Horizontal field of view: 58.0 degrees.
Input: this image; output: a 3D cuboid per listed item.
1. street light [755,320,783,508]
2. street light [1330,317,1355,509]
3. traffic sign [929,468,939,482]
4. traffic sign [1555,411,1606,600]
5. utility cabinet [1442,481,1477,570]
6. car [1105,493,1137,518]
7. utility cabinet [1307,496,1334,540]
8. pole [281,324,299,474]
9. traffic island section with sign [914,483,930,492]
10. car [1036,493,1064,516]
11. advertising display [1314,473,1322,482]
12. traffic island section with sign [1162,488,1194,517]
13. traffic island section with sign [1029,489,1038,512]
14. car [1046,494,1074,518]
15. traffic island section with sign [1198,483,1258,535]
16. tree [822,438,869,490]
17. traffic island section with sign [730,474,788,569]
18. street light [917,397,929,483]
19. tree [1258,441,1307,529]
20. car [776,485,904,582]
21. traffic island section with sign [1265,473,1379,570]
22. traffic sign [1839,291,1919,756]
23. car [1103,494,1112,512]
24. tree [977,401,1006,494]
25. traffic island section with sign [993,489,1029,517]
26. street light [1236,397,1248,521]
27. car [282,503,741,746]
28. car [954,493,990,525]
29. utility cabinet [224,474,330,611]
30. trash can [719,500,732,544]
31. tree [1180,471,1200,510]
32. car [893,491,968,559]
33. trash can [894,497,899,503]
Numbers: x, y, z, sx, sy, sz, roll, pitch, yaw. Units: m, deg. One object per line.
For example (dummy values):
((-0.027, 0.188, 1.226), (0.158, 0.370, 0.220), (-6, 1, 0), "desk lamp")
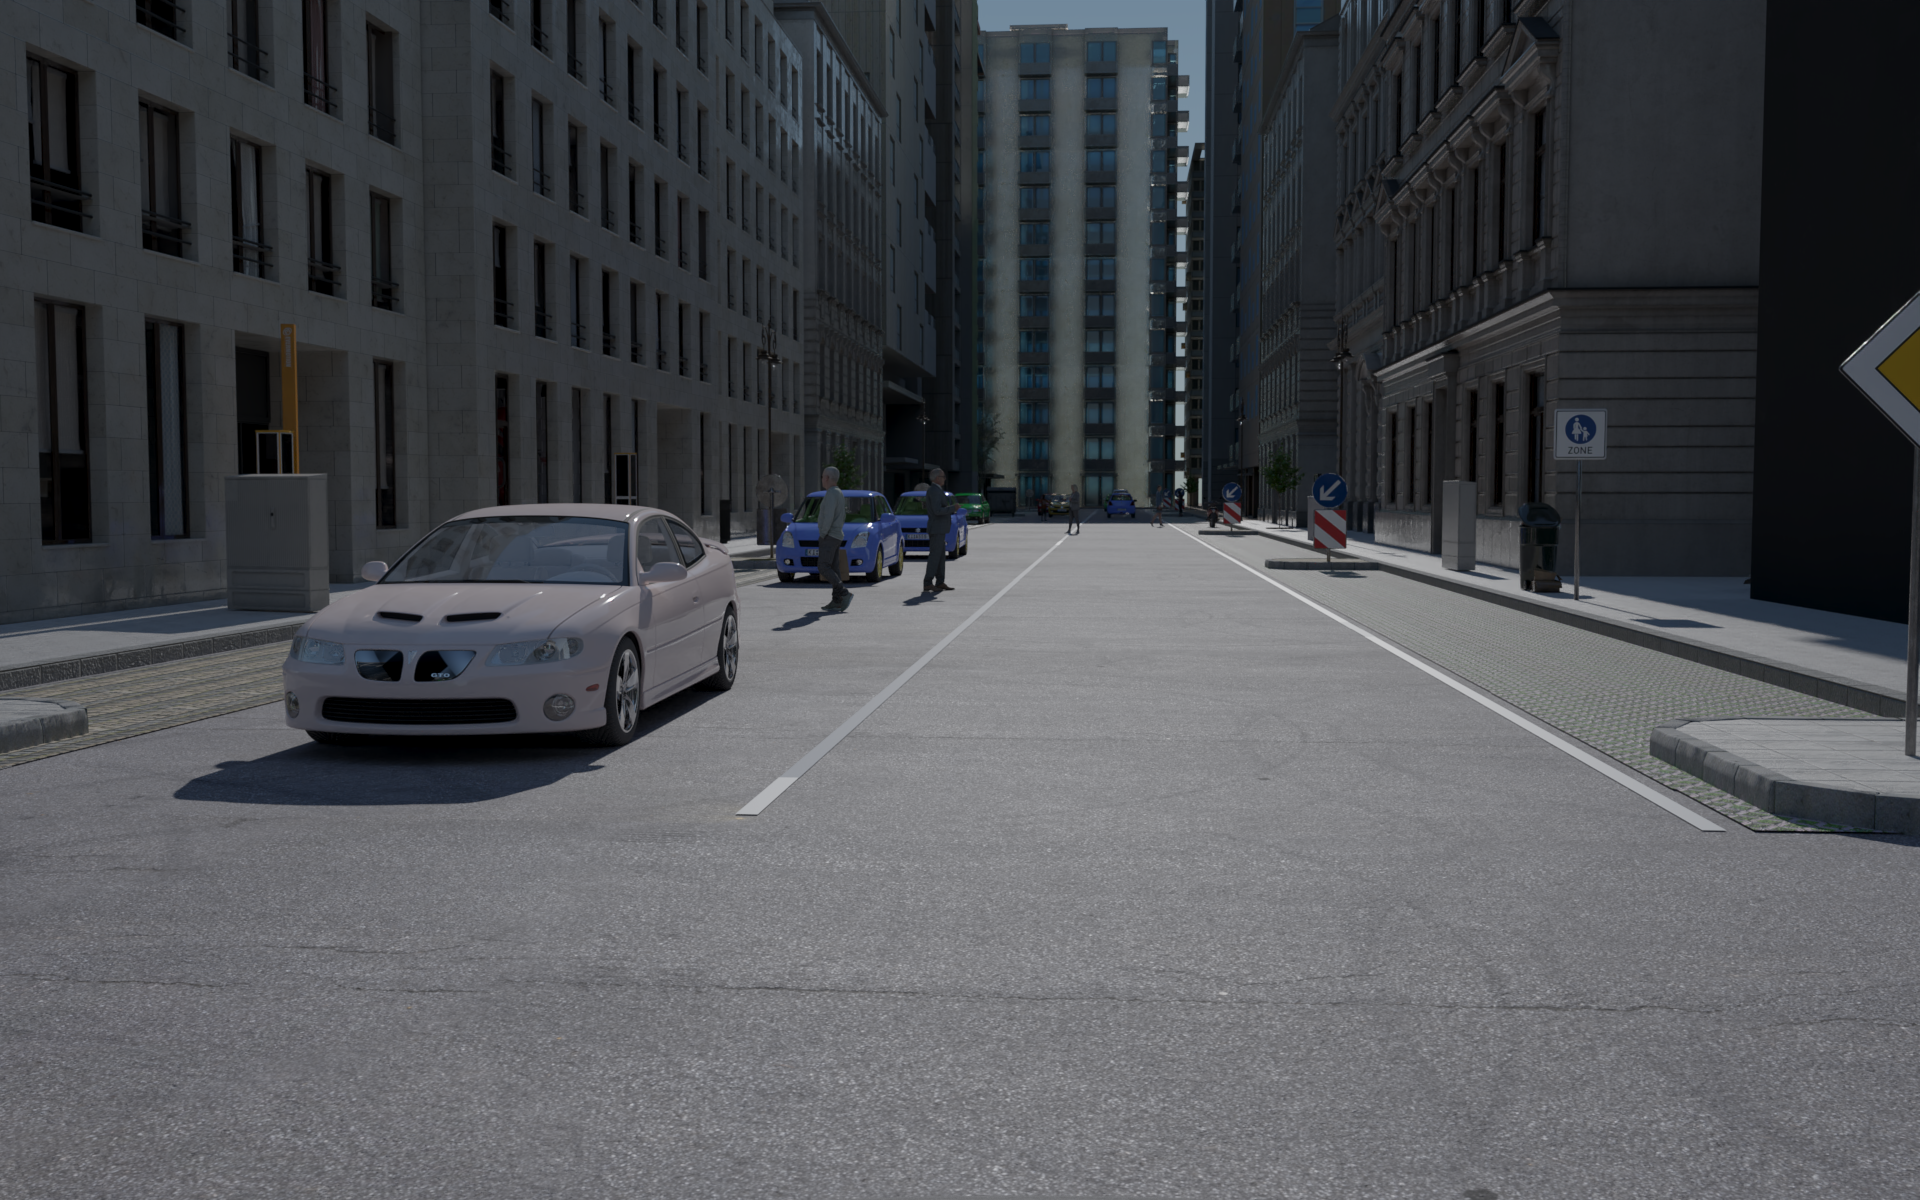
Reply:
((-5.060, -4.483, 46.079), (0.468, 5.910, 1.993), (0, 4, 5), "street light")
((10.009, -4.446, 45.474), (0.468, 5.910, 1.993), (0, 4, 5), "street light")
((-1.174, -5.174, 84.706), (0.768, 2.556, 0.104), (1, 4, 14), "traffic sign")
((7.449, -1.146, 20.865), (0.606, 2.300, 0.079), (0, 4, 8), "traffic sign")
((8.418, -1.254, 29.183), (0.318, 1.500, 1.173), (0, 4, 3), "utility cabinet")
((9.696, -5.790, 104.249), (1.945, 1.707, 3.694), (0, 4, 4), "car")
((9.965, -2.244, 47.854), (0.306, 1.237, 1.020), (-1, 4, -15), "utility cabinet")
((-8.061, -1.654, 20.881), (0.158, 3.312, 0.155), (0, 3, 0), "pole")
((-1.289, -3.207, 61.063), (1.989, 1.847, 2.006), (0, 4, 5), "traffic island section with sign")
((6.178, -6.570, 116.465), (2.155, 1.783, 4.494), (0, 4, 5), "car")
((11.205, -3.003, 54.315), (0.123, 1.923, 0.974), (0, 4, 4), "advertising display")
((13.810, -6.197, 109.945), (1.989, 1.847, 2.006), (0, 4, 5), "traffic island section with sign")
((5.590, -7.892, 137.669), (1.989, 1.847, 2.006), (0, 4, 5), "traffic island section with sign")
((6.318, -5.898, 106.653), (2.015, 1.641, 3.980), (0, 4, 4), "car")
((9.389, -3.191, 60.807), (1.989, 1.847, 2.006), (0, 4, 5), "traffic island section with sign")
((-3.907, -3.969, 59.496), (1.663, 3.219, 1.824), (0, 3, 0), "tree")
((-3.735, -1.550, 33.975), (1.989, 1.847, 2.006), (0, 4, 5), "traffic island section with sign")
((-1.742, -6.695, 82.258), (0.468, 5.910, 1.993), (0, 4, 5), "street light")
((11.902, -4.223, 63.652), (1.663, 3.219, 1.824), (0, 3, 0), "tree")
((-1.994, -1.205, 29.299), (1.945, 1.707, 3.694), (0, 4, 6), "car")
((6.923, -1.514, 33.384), (1.989, 1.847, 2.006), (0, 4, 5), "traffic island section with sign")
((4.661, -0.293, 8.438), (0.795, 2.450, 0.064), (0, 4, 5), "traffic sign")
((12.653, -8.114, 141.461), (1.959, 1.807, 4.718), (0, 4, 4), "car")
((1.510, -11.241, 134.145), (4.360, 8.622, 3.978), (0, 3, 0), "tree")
((3.184, -6.250, 110.821), (1.989, 1.847, 2.006), (0, 4, 5), "traffic island section with sign")
((13.455, -6.723, 82.710), (0.468, 5.910, 1.993), (0, 4, 5), "street light")
((-2.693, 0.059, 11.405), (2.083, 1.381, 4.827), (0, 4, 5), "car")
((0.399, -4.505, 82.448), (1.959, 1.807, 4.718), (0, 4, 7), "car")
((-7.471, -0.626, 18.921), (1.173, 1.500, 0.318), (1, 4, 23), "utility cabinet")
((-6.276, -2.044, 45.072), (0.748, 1.137, 0.748), (0, 3, 0), "trash can")
((19.014, -9.117, 143.661), (1.663, 3.219, 1.824), (0, 3, 0), "tree")
((-0.768, -1.830, 39.506), (1.945, 1.707, 3.694), (0, 4, 5), "car")
((-2.804, -4.390, 83.423), (0.748, 1.137, 0.748), (0, 3, 0), "trash can")
